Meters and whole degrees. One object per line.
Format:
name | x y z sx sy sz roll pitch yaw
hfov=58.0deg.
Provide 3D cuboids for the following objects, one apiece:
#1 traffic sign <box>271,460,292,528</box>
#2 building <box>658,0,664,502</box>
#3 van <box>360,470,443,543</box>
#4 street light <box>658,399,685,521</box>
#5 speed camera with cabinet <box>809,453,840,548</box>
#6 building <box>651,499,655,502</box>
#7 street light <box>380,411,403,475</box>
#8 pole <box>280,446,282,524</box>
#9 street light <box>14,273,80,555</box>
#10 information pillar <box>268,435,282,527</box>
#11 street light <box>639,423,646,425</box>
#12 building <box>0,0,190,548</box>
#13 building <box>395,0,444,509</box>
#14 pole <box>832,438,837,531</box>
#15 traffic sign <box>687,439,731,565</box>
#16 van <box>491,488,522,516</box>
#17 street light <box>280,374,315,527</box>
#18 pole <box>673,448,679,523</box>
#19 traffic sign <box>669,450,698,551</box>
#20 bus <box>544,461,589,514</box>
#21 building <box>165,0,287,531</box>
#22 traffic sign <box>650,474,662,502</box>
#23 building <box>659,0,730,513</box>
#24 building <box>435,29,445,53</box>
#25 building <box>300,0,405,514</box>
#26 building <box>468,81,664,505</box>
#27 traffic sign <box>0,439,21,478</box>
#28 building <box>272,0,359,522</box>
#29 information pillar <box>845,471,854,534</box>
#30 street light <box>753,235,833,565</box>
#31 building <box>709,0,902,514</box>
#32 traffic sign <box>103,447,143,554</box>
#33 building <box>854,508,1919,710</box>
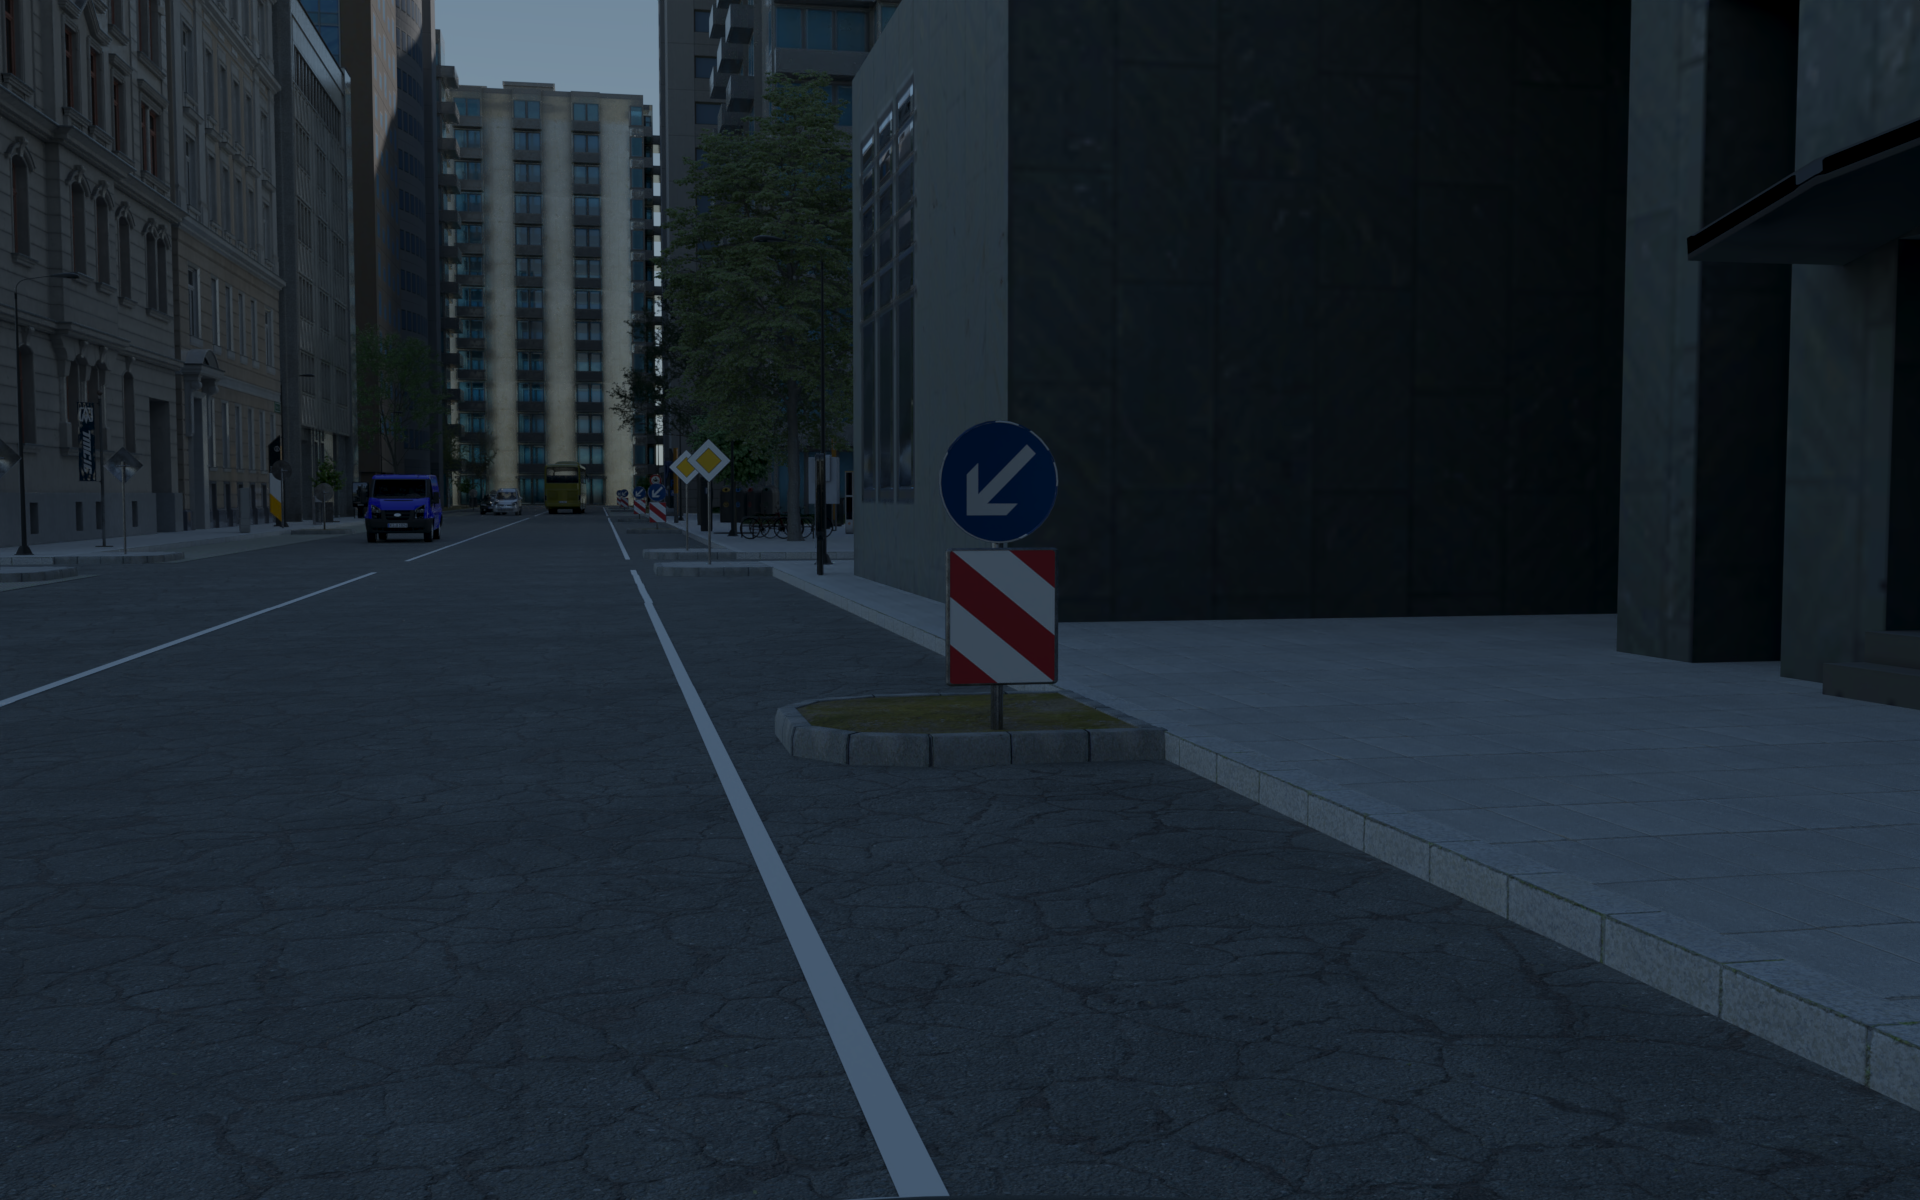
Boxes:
traffic sign | -25.403 -3.963 64.904 0.768 2.556 0.104 0 4 -4
building | -25.255 -47.059 207.663 20.611 71.187 20.563 -1 4 -12
van | -17.001 -2.974 53.015 2.240 2.365 5.245 -1 4 -13
street light | -13.903 -6.738 82.714 1.470 5.913 1.316 -1 4 -12
speed camera with cabinet | -2.523 -2.847 40.880 2.038 3.252 0.660 0 4 3
building | -15.430 -29.728 177.933 32.217 40.220 23.993 -1 4 -12
street light | -31.938 -7.629 97.277 1.470 5.913 1.316 -1 4 -12
pole | -28.767 -4.865 73.385 0.158 3.312 0.155 0 3 0
street light | -19.169 -3.905 36.386 1.470 5.913 1.316 -1 4 -12
information pillar | -27.047 -4.714 68.432 0.183 3.616 0.504 3 5 40
street light | -20.230 -8.595 113.063 1.470 5.913 1.316 -1 4 -12
building | -30.330 -15.826 46.147 14.401 28.519 23.554 -1 4 -12
building | -52.667 -36.226 134.288 21.231 58.520 28.212 -1 4 -12
pole | -4.351 -4.039 59.878 0.158 3.312 0.155 0 3 0
traffic sign | -4.555 -1.700 31.440 0.795 2.450 0.064 -1 4 -12
van | -30.441 -6.697 116.501 2.013 2.044 4.112 -1 4 -11
street light | -25.600 -5.773 66.931 1.470 5.913 1.316 -1 4 -12
pole | -12.561 -5.061 76.594 0.158 3.312 0.155 0 3 0
traffic sign | -6.192 -2.178 39.256 0.795 2.450 0.064 -1 4 -12
bus | -29.247 -8.393 128.774 2.896 3.916 12.252 -1 4 -10
building | -34.964 -17.232 67.650 13.634 28.700 20.117 -1 4 -12
traffic sign | -19.636 -6.830 111.775 0.768 2.556 0.104 0 4 -8
building | -11.872 -35.963 130.001 21.231 58.520 28.212 -1 4 -12
building | -64.226 -33.487 167.123 30.456 49.044 23.786 -1 4 -12
building | -45.112 -28.407 114.566 14.600 45.320 14.200 -1 4 -12
building | -50.475 -35.755 204.205 30.456 49.044 23.786 -1 4 -12
traffic sign | -16.153 -1.553 29.041 0.795 2.450 0.064 -1 4 -12
building | -38.245 -16.484 87.531 12.078 24.808 19.932 -1 4 -12
information pillar | -3.496 -3.133 55.713 0.304 2.012 0.304 2 4 24
street light | -3.023 -3.597 31.350 1.470 5.913 1.316 -1 4 -12
building | -2.191 -29.146 96.141 23.786 49.044 30.456 -1 4 -12
traffic sign | -17.790 -2.031 36.857 0.795 2.450 0.064 -1 4 -12
building | 12.416 -42.768 11.930 22.319 86.520 31.000 -1 4 -12
